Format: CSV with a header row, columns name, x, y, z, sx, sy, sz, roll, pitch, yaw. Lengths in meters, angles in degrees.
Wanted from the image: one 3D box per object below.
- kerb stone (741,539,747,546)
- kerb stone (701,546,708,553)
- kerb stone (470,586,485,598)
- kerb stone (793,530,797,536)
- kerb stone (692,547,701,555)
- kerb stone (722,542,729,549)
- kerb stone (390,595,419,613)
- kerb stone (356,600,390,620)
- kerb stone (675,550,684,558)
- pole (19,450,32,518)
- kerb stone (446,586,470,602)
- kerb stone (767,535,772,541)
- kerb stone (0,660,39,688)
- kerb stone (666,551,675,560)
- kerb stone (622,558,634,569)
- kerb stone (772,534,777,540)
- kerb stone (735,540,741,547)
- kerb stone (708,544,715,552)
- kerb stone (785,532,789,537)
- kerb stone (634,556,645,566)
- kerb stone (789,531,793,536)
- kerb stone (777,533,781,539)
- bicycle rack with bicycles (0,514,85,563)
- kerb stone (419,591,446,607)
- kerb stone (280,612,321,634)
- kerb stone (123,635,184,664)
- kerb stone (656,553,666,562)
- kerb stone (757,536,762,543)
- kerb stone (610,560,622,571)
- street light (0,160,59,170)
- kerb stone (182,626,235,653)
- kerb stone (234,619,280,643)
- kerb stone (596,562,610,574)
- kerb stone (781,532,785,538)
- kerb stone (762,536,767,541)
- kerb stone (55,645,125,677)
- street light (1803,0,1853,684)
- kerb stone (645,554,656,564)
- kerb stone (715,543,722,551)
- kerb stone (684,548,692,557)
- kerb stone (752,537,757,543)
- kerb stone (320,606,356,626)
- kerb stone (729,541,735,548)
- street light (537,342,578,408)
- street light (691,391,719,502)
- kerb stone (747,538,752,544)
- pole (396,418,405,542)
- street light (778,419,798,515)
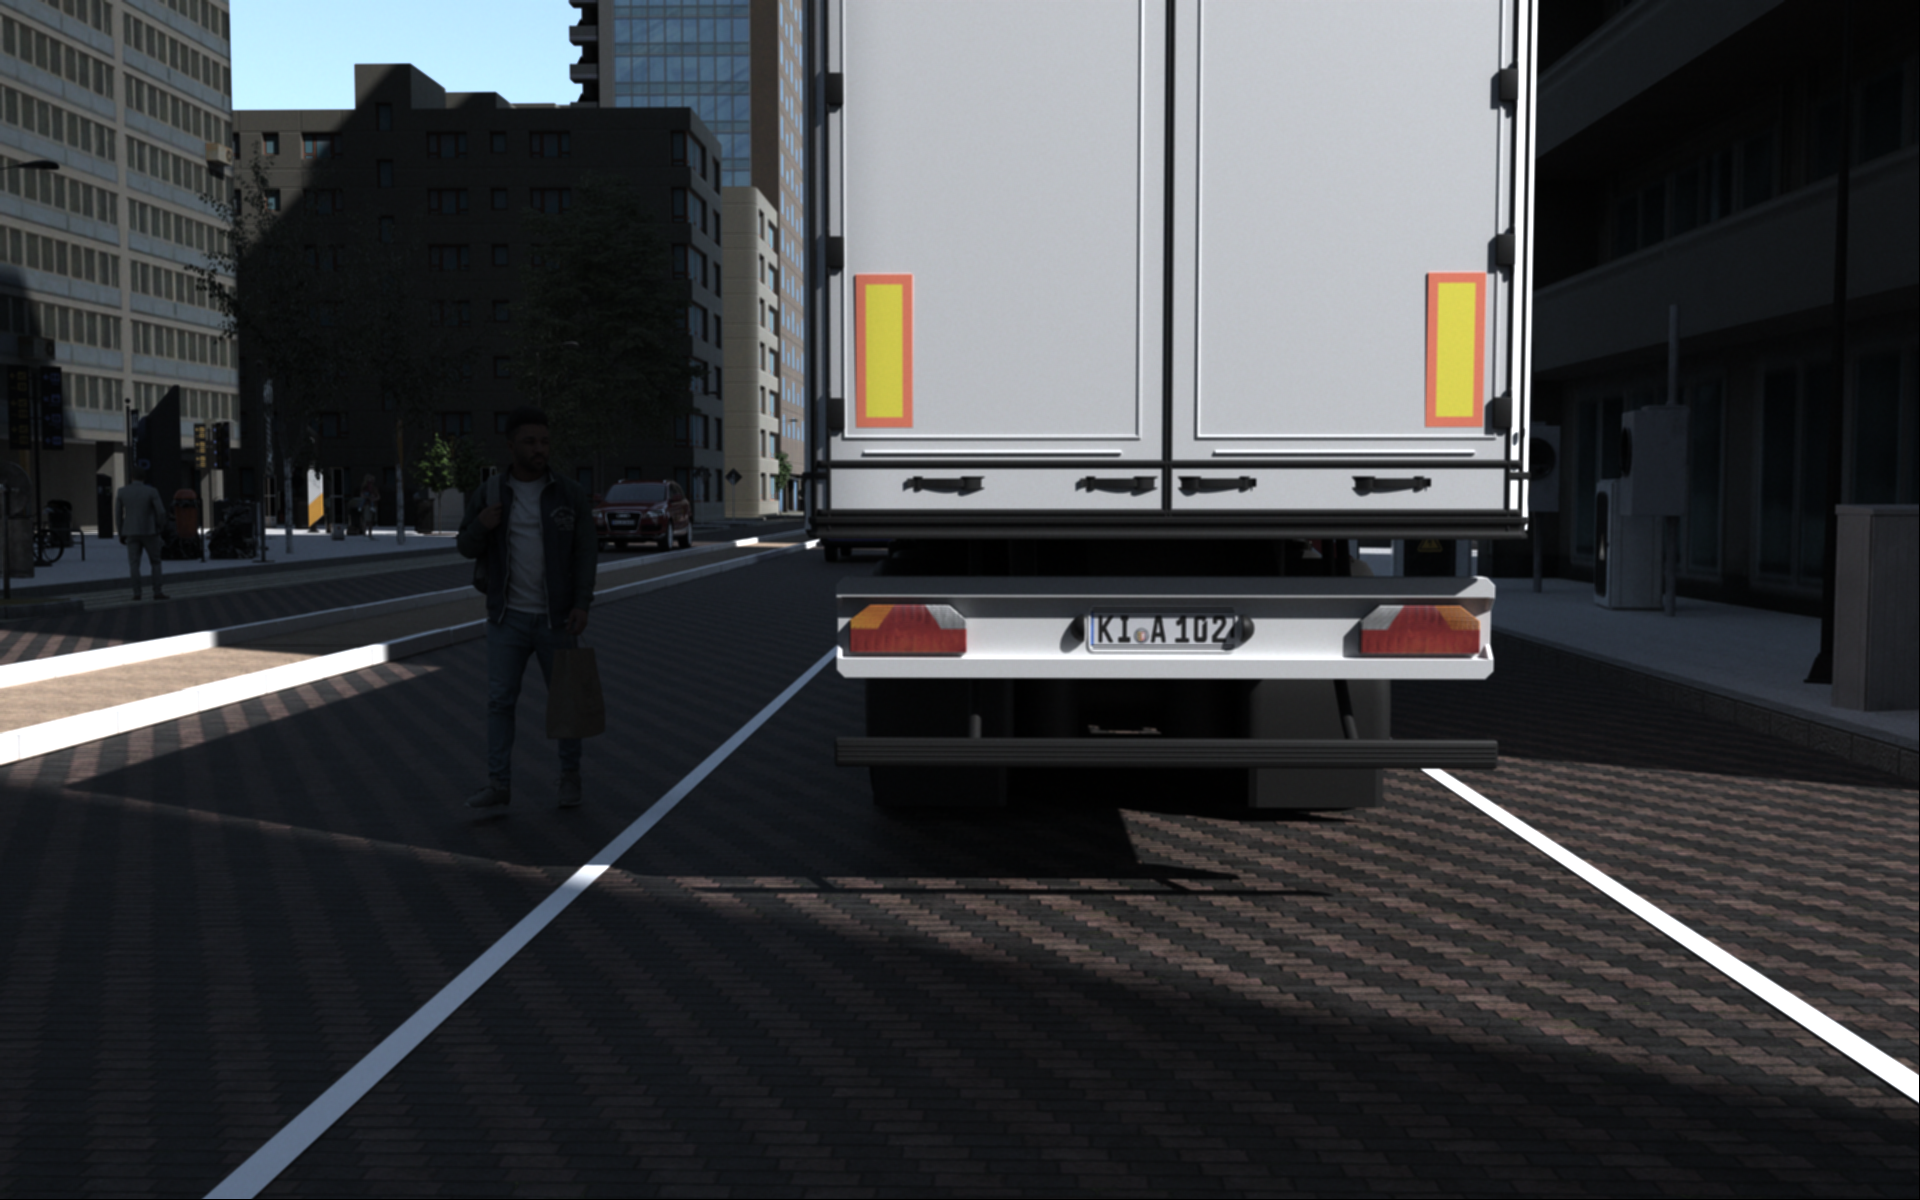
name,x,y,z,sx,sy,sz,roll,pitch,yaw
kerb stone,-6.094,-1.565,47.778,0.120,0.150,1.000,0,4,2
kerb stone,-6.270,-1.189,41.628,0.120,0.150,1.000,0,4,2
kerb stone,-6.774,-0.122,24.189,0.120,0.150,1.000,0,4,2
kerb stone,-5.764,-2.254,59.055,0.120,0.150,1.000,0,4,2
kerb stone,-6.293,-1.126,40.605,0.120,0.150,1.000,0,4,2
kerb stone,-6.176,-1.377,44.704,0.120,0.150,1.000,0,4,2
kerb stone,-6.861,0.068,21.119,0.120,0.150,1.000,0,4,2
kerb stone,-6.887,0.131,20.098,0.120,0.150,1.000,0,4,2
kerb stone,-6.359,-1.000,38.545,0.120,0.150,1.000,0,4,2
pole,-21.928,-2.861,40.623,0.158,3.312,0.155,0,3,0
kerb stone,-6.806,-0.054,23.168,0.120,0.150,1.000,0,4,2
kerb stone,-5.942,-1.879,52.909,0.120,0.150,1.000,0,4,2
kerb stone,-7.099,0.567,12.929,0.120,0.150,1.000,0,4,2
kerb stone,-6.392,-0.937,37.523,0.120,0.150,1.000,0,4,2
kerb stone,-6.501,-0.686,33.418,0.120,0.150,1.000,0,4,2
kerb stone,-5.918,-1.941,53.938,0.120,0.150,1.000,0,4,2
kerb stone,-6.121,-1.502,46.757,0.120,0.150,1.000,0,4,2
kerb stone,-6.251,-1.247,42.654,0.120,0.150,1.000,0,4,2
kerb stone,-5.821,-2.129,57.012,0.120,0.150,1.000,0,4,2
kerb stone,-6.484,-0.749,34.440,0.120,0.150,1.000,0,4,2
kerb stone,-5.797,-2.192,58.034,0.120,0.150,1.000,0,4,2
kerb stone,-5.885,-1.996,54.960,0.120,0.150,1.000,0,4,2
bicycle rack with bicycles,-17.872,-1.172,32.550,2.925,0.926,2.852,1,4,22
kerb stone,-6.831,0.003,22.141,0.120,0.150,1.000,0,4,2
kerb stone,-6.942,0.254,18.045,0.120,0.150,1.000,0,4,2
kerb stone,-7.034,0.442,14.977,0.120,0.150,1.000,0,4,2
kerb stone,-6.416,-0.874,36.489,0.120,0.150,1.000,0,4,2
kerb stone,-6.009,-1.753,50.851,0.120,0.150,1.000,0,4,2
kerb stone,-6.533,-0.622,32.397,0.120,0.150,1.000,0,4,2
street light,-13.229,-3.163,24.258,1.470,5.913,1.316,0,4,2
kerb stone,-7.001,0.379,15.999,0.120,0.150,1.000,0,4,2
kerb stone,-6.975,0.316,17.021,0.120,0.150,1.000,0,4,2
kerb stone,-6.558,-0.561,31.374,0.120,0.150,1.000,0,4,2
kerb stone,-5.857,-2.064,55.984,0.120,0.150,1.000,0,4,2
kerb stone,-5.988,-1.816,51.884,0.120,0.150,1.000,0,4,2
kerb stone,-7.064,0.504,13.950,0.120,0.150,1.000,0,4,2
street light,5.381,-2.392,11.654,1.470,5.913,1.316,0,4,2
kerb stone,-6.443,-0.812,35.468,0.120,0.150,1.000,0,4,2
kerb stone,-6.213,-1.314,43.682,0.120,0.150,1.000,0,4,2
kerb stone,-6.324,-1.055,39.575,0.120,0.150,1.000,0,4,2
kerb stone,-6.034,-1.685,49.827,0.120,0.150,1.000,0,4,2
kerb stone,-6.925,0.191,19.072,0.120,0.150,1.000,0,4,2
kerb stone,-6.155,-1.436,45.736,0.120,0.150,1.000,0,4,2
street light,-12.340,-4.922,53.012,1.470,5.913,1.316,0,4,2
street light,-11.598,-6.479,78.470,1.470,5.913,1.316,0,4,2
kerb stone,-6.062,-1.626,48.800,0.120,0.150,1.000,0,4,2
pole,-15.015,-3.215,46.413,0.158,3.312,0.155,0,3,0
street light,-10.784,-8.280,107.922,1.470,5.913,1.316,0,4,2
